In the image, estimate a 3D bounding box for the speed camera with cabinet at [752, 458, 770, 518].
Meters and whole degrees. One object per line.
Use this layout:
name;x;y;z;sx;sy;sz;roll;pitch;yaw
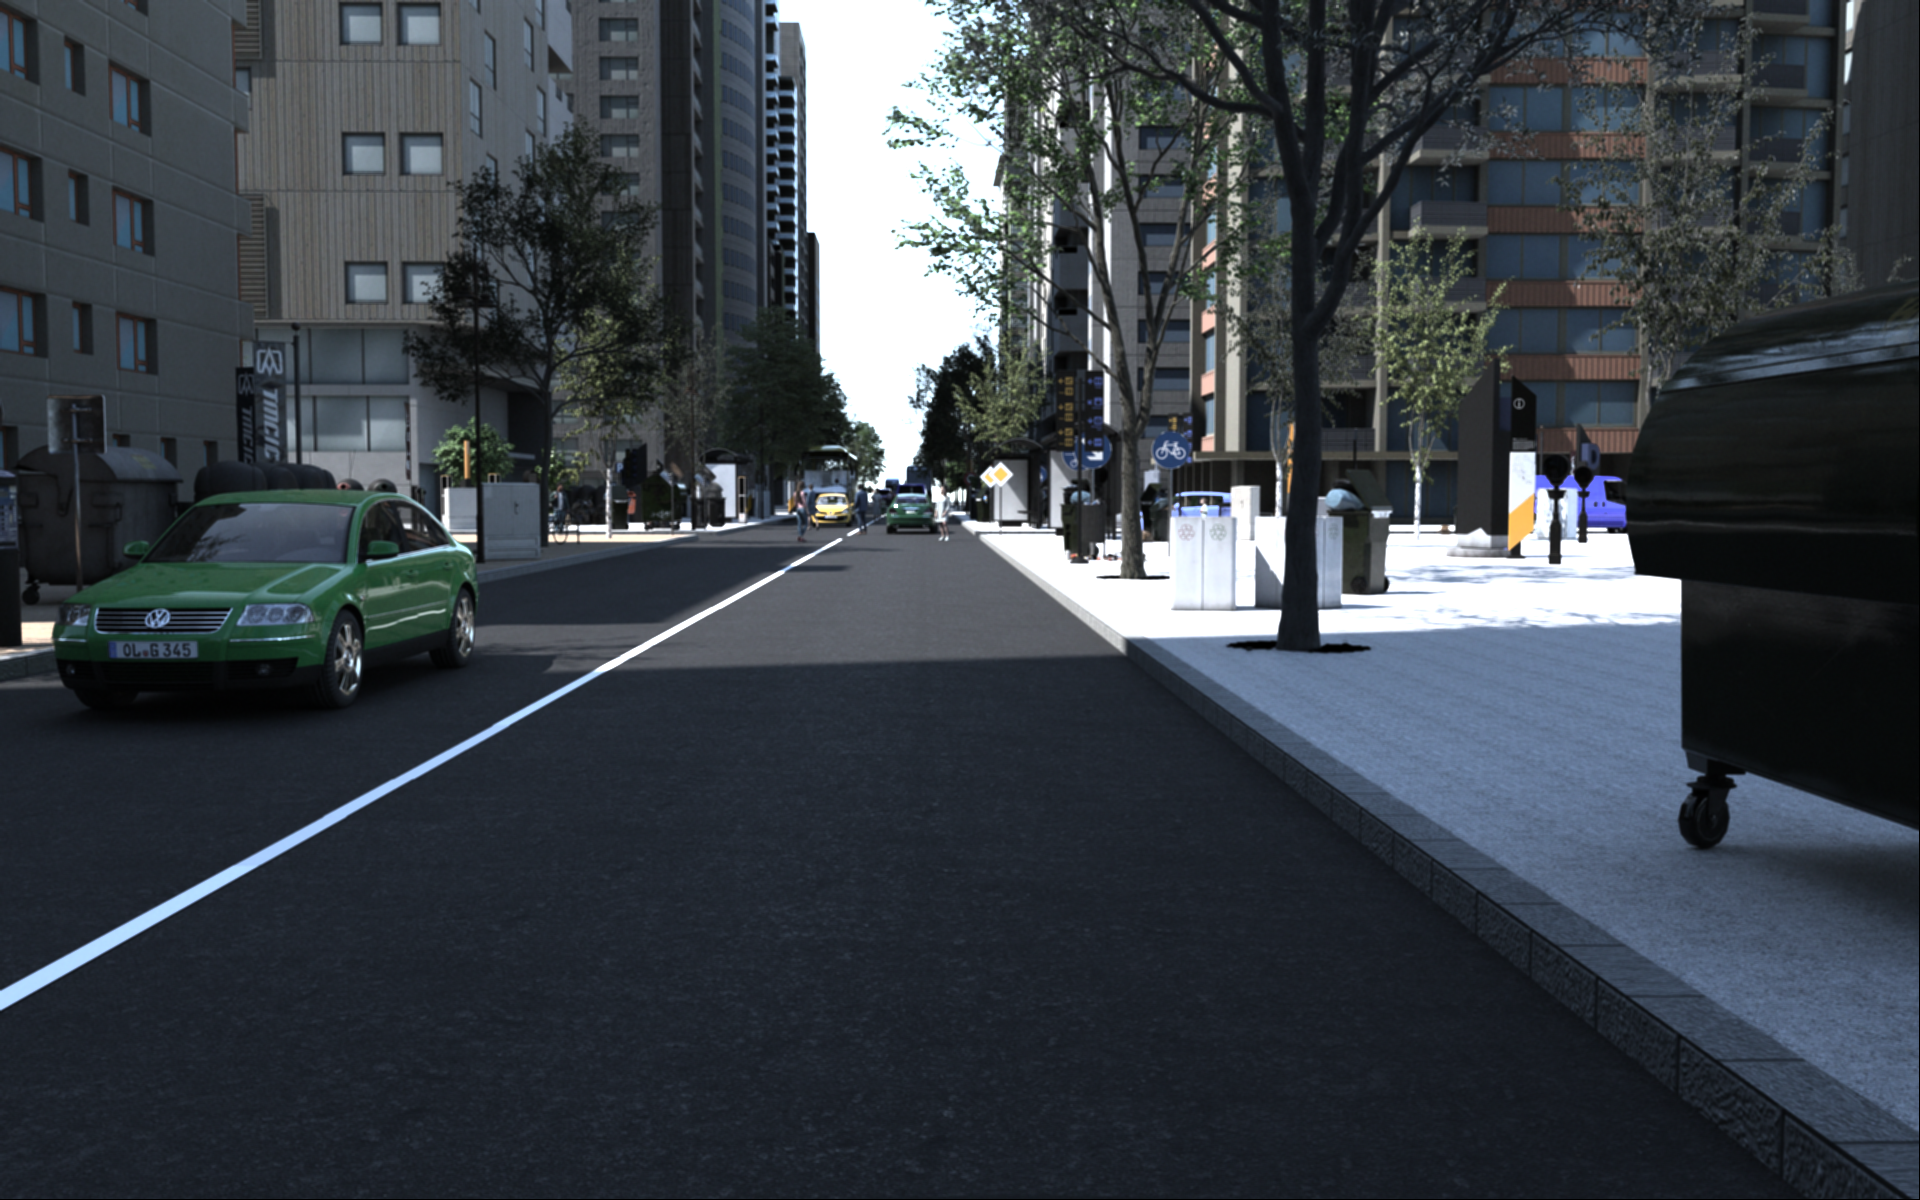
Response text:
speed camera with cabinet;-10.854;-6.124;94.458;0.660;3.252;2.038;-1;4;-20

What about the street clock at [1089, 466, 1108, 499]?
street clock;3.597;-2.473;45.006;0.471;2.002;0.358;-1;4;-12

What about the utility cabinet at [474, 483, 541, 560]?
utility cabinet;-8.755;-1.527;33.641;1.173;1.500;0.318;-3;5;-40

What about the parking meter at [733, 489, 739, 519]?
parking meter;-11.586;-4.987;89.946;0.372;1.533;0.369;0;3;0

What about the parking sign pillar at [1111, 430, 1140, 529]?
parking sign pillar;5.857;-4.630;64.181;1.447;3.967;1.447;1;4;20

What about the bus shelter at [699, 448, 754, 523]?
bus shelter;-10.692;-5.210;79.103;2.014;3.302;5.546;0;4;-1

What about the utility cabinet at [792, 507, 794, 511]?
utility cabinet;-12.131;-7.350;128.858;0.318;1.500;1.173;1;4;23

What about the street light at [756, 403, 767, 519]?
street light;-10.024;-7.026;87.667;0.468;5.910;1.993;0;4;-1

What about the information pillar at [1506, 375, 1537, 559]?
information pillar;11.083;-2.619;34.172;0.504;3.616;0.183;0;4;4

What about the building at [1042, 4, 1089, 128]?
building;21.901;-35.063;162.513;28.713;52.752;27.495;0;4;-1

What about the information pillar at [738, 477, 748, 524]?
information pillar;-9.263;-4.246;73.912;0.304;2.012;0.304;1;4;13

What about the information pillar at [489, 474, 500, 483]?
information pillar;-16.794;-3.549;62.521;0.304;2.012;0.304;1;4;17

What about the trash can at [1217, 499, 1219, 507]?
trash can;15.516;-5.884;107.850;0.748;1.137;0.748;0;3;0

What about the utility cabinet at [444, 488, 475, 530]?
utility cabinet;-17.463;-3.173;60.563;0.318;1.500;1.173;3;4;37

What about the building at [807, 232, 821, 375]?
building;-30.319;-38.908;286.254;14.600;45.320;14.200;0;4;-1

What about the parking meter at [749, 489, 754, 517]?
parking meter;-11.897;-5.685;98.657;0.399;1.863;0.255;3;5;42

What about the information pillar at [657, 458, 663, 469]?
information pillar;-19.600;-7.449;113.150;0.504;3.616;0.183;2;4;25

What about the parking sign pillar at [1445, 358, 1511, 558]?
parking sign pillar;10.634;-2.856;35.172;1.447;3.967;1.447;-1;4;-15

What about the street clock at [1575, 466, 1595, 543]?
street clock;16.253;-2.482;45.147;0.471;2.002;0.358;2;4;35

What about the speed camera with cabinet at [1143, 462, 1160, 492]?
speed camera with cabinet;7.423;-4.445;67.011;0.660;3.252;2.038;0;4;8

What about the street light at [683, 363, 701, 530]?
street light;-9.482;-5.420;61.398;0.468;5.910;1.993;0;4;-1

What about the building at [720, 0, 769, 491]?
building;-30.679;-38.392;169.705;21.231;58.520;28.212;0;4;-1

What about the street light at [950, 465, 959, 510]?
street light;-0.544;-11.361;158.539;0.468;5.910;1.993;0;4;-1

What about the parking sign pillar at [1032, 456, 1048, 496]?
parking sign pillar;5.300;-7.596;112.663;1.447;3.967;1.447;-3;5;-41

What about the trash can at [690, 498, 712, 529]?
trash can;-9.662;-3.216;64.227;0.748;1.137;0.748;0;3;0

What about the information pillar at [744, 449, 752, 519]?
information pillar;-10.982;-6.010;89.611;0.183;3.616;0.504;2;4;31

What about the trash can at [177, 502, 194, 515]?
trash can;-14.254;-1.263;32.299;0.748;1.137;0.748;0;3;0

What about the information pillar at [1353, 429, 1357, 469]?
information pillar;14.125;-4.317;61.942;0.183;3.616;0.504;1;4;17

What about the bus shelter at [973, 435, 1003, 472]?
bus shelter;1.943;-8.408;115.099;2.179;5.291;8.768;0;4;-1

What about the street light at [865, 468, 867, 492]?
street light;-13.416;-16.819;247.785;0.468;5.910;1.993;0;4;-1

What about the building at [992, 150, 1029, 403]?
building;19.737;-41.104;261.284;28.713;52.752;27.495;0;4;-1

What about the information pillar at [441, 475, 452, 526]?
information pillar;-20.302;-3.915;68.500;0.304;2.012;0.304;1;4;14

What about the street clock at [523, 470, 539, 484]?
street clock;-13.144;-2.967;53.087;0.358;2.002;0.471;2;4;29

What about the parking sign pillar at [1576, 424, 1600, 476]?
parking sign pillar;24.173;-4.783;66.675;1.447;3.967;1.447;3;5;43

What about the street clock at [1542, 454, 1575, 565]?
street clock;10.836;-1.646;31.487;0.471;2.002;0.358;2;4;33

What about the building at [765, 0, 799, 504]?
building;-32.706;-56.781;241.047;22.319;86.520;31.000;0;4;-1

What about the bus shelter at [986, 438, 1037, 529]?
bus shelter;2.086;-4.348;65.011;2.014;3.302;5.546;0;4;-1

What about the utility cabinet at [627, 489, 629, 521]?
utility cabinet;-16.149;-4.444;81.338;1.173;1.500;0.318;-1;4;-22

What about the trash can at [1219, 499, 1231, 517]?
trash can;15.015;-5.157;95.972;0.748;1.137;0.748;0;3;0

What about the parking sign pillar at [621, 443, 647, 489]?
parking sign pillar;-17.048;-6.249;90.640;1.447;3.967;1.447;-2;4;-35

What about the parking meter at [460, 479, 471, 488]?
parking meter;-18.643;-3.645;65.307;0.399;1.863;0.255;2;4;35

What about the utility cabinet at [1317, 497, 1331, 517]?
utility cabinet;22.705;-5.974;108.839;1.020;1.237;0.306;0;4;5

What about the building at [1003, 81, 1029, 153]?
building;15.521;-51.787;284.961;20.563;71.187;20.611;0;4;-1

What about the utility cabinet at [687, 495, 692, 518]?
utility cabinet;-14.091;-4.981;92.607;1.020;1.237;0.306;-1;4;-18

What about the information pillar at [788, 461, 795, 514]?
information pillar;-10.754;-7.293;110.594;0.183;3.616;0.504;3;5;45

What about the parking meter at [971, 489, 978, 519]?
parking meter;0.720;-4.837;87.499;0.372;1.533;0.369;0;3;0

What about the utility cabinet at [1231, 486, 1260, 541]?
utility cabinet;7.817;-2.378;47.554;0.318;1.500;1.173;-1;4;-18

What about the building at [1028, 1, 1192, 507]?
building;17.982;-39.637;190.061;21.231;58.520;28.212;0;4;-1

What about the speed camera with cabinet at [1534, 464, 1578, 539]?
speed camera with cabinet;16.739;-3.396;49.862;0.660;3.252;2.038;-3;4;-38

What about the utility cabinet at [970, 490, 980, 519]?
utility cabinet;0.895;-4.879;88.453;0.318;1.500;1.173;-2;4;-28

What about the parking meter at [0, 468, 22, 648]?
parking meter;-8.114;-0.375;14.548;0.372;1.533;0.369;0;3;0

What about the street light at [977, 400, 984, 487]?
street light;1.047;-6.740;82.992;0.468;5.910;1.993;0;4;-1

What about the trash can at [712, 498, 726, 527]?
trash can;-9.413;-3.392;67.108;0.748;1.137;0.748;0;3;0

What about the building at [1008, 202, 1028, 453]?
building;13.660;-34.069;240.615;14.154;41.232;14.086;0;4;-1

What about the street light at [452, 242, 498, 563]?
street light;-8.914;-3.622;32.006;0.468;5.910;1.993;0;4;-1

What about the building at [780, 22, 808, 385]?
building;-31.906;-50.752;268.054;20.563;71.187;20.611;0;4;-1

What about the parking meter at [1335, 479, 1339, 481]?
parking meter;14.898;-3.800;67.844;0.399;1.863;0.255;3;5;40

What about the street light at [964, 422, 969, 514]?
street light;0.466;-8.350;109.307;0.468;5.910;1.993;0;4;-1

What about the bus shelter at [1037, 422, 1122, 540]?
bus shelter;3.505;-3.447;50.282;2.014;3.302;5.546;0;4;-1
